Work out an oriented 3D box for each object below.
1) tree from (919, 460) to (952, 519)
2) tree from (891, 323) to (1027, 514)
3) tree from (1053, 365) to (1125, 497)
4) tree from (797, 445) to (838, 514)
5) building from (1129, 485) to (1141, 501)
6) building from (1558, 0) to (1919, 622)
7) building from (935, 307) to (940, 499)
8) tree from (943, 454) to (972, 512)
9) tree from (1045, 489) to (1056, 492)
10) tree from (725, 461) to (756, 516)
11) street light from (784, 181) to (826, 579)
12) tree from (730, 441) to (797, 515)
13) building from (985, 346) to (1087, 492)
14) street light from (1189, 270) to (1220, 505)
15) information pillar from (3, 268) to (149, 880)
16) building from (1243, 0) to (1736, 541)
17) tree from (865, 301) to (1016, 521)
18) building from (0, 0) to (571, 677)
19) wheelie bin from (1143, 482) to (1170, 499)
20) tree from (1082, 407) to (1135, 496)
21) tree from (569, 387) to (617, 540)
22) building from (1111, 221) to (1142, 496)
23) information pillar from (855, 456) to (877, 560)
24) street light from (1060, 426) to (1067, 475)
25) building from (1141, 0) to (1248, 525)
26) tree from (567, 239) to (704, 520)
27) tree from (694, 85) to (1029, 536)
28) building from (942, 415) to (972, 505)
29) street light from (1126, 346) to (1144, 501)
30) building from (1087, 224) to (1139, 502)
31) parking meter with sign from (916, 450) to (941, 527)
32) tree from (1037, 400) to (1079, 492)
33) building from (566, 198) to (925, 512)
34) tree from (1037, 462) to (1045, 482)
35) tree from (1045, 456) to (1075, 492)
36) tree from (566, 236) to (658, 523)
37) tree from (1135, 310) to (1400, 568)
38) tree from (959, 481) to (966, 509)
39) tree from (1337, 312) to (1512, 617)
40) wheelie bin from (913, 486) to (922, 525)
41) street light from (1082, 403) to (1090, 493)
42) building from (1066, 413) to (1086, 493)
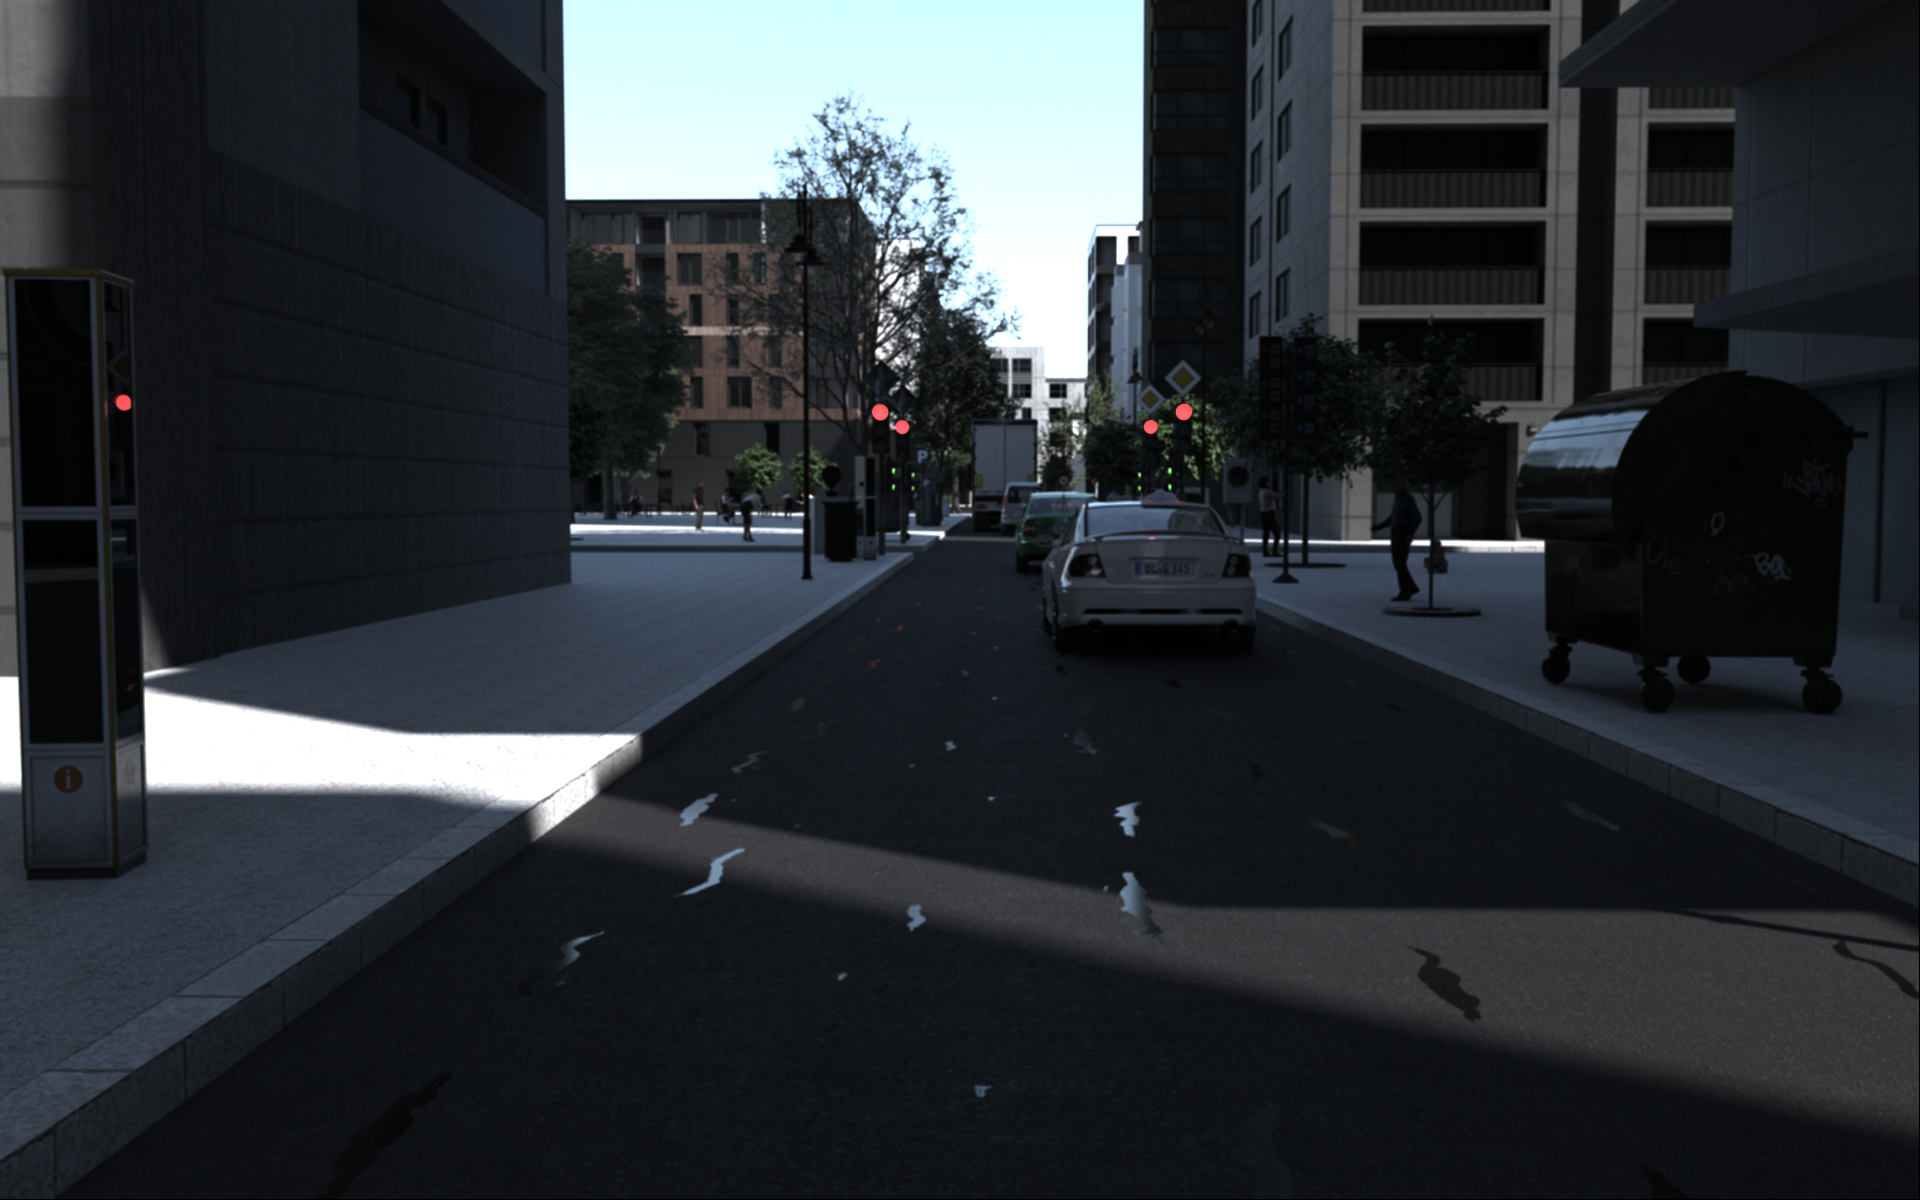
[{"bbox_3d":[-1.468,-5.749,88.592,1.663,3.219,1.824,0,3,0],"label":"tree"},{"bbox_3d":[-0.320,-11.879,111.232,9.611,12.733,9.660,0,3,0],"label":"tree"},{"bbox_3d":[7.666,-9.097,99.104,4.737,8.622,4.395,0,3,0],"label":"tree"},{"bbox_3d":[-9.906,-8.017,114.792,4.285,4.588,4.351,0,3,0],"label":"tree"},{"bbox_3d":[26.740,-25.248,104.685,32.217,40.220,23.993,0,4,1],"label":"building"},{"bbox_3d":[20.975,-25.678,9.080,28.713,52.752,27.495,0,4,1],"label":"building"},{"bbox_3d":[-18.531,-20.505,179.230,32.646,21.610,27.936,0,4,1],"label":"building"},{"bbox_3d":[-0.785,-8.646,125.080,4.285,4.588,4.351,0,3,0],"label":"tree"},{"bbox_3d":[7.851,-9.787,154.615,1.663,3.219,1.824,0,3,0],"label":"tree"},{"bbox_3d":[-12.656,-6.524,101.262,1.663,3.219,1.824,0,3,0],"label":"tree"},{"bbox_3d":[-2.308,-3.252,25.963,0.468,5.910,1.993,0,4,1],"label":"street light"},{"bbox_3d":[-12.486,-7.523,106.718,4.285,4.588,4.351,0,3,0],"label":"tree"},{"bbox_3d":[17.696,-21.307,214.819,31.486,18.905,16.747,0,4,1],"label":"building"},{"bbox_3d":[5.041,-3.857,35.849,0.468,5.910,1.993,0,4,1],"label":"street light"},{"bbox_3d":[-2.972,-0.083,5.845,0.304,2.012,0.304,0,4,-6],"label":"information pillar"},{"bbox_3d":[20.931,-37.715,54.885,20.611,71.187,20.563,0,4,1],"label":"building"},{"bbox_3d":[-1.153,-9.003,81.606,8.767,10.594,7.601,2,4,29],"label":"tree"},{"bbox_3d":[-19.736,-29.184,19.158,28.212,58.520,21.231,0,4,1],"label":"building"},{"bbox_3d":[5.305,-2.359,46.474,0.980,1.594,0.693,3,4,38],"label":"wheelie bin"},{"bbox_3d":[6.367,-4.068,50.224,4.285,4.588,4.351,0,3,0],"label":"tree"},{"bbox_3d":[-11.227,-3.959,48.441,4.285,4.588,4.351,0,3,0],"label":"tree"},{"bbox_3d":[19.087,-16.462,125.575,16.016,20.091,11.380,0,4,1],"label":"building"},{"bbox_3d":[-1.827,-1.783,33.639,0.304,2.012,0.304,-3,5,-41],"label":"information pillar"},{"bbox_3d":[7.026,-8.876,117.907,0.468,5.910,1.993,0,4,1],"label":"street light"},{"bbox_3d":[14.975,-18.668,76.919,14.160,30.474,14.107,0,4,1],"label":"building"},{"bbox_3d":[-17.554,-10.996,86.444,9.857,13.997,8.962,0,3,0],"label":"tree"},{"bbox_3d":[-3.068,-8.736,53.202,12.009,13.543,11.850,0,3,0],"label":"tree"},{"bbox_3d":[-14.081,-21.352,215.558,31.486,18.905,16.747,0,4,1],"label":"building"},{"bbox_3d":[5.483,-4.989,54.354,0.468,5.910,1.993,0,4,1],"label":"street light"},{"bbox_3d":[24.621,-18.557,147.374,27.936,21.610,32.646,0,4,1],"label":"building"},{"bbox_3d":[-1.205,-4.436,68.790,0.543,3.016,1.738,1,4,17],"label":"parking meter with sign"},{"bbox_3d":[7.353,-11.078,131.484,4.360,8.622,3.978,0,3,0],"label":"tree"},{"bbox_3d":[-17.257,-17.884,136.382,27.936,21.610,32.646,0,4,1],"label":"building"},{"bbox_3d":[7.892,-9.791,143.792,4.285,4.588,4.351,0,3,0],"label":"tree"},{"bbox_3d":[6.087,-5.002,65.496,4.285,4.588,4.351,0,3,0],"label":"tree"},{"bbox_3d":[-17.248,-9.692,76.588,7.486,12.596,7.792,0,3,0],"label":"tree"},{"bbox_3d":[6.207,-2.870,30.632,4.285,4.588,4.351,0,3,0],"label":"tree"},{"bbox_3d":[-0.119,-9.544,150.653,1.663,3.219,1.824,0,3,0],"label":"tree"},{"bbox_3d":[5.078,-1.467,18.589,1.663,3.219,1.824,0,3,0],"label":"tree"},{"bbox_3d":[-1.515,-3.878,71.319,0.693,1.594,0.980,2,4,34],"label":"wheelie bin"},{"bbox_3d":[6.317,-6.946,86.361,0.468,5.910,1.993,0,4,1],"label":"street light"},{"bbox_3d":[15.974,-14.441,178.257,9.099,9.664,28.070,0,4,1],"label":"building"}]
